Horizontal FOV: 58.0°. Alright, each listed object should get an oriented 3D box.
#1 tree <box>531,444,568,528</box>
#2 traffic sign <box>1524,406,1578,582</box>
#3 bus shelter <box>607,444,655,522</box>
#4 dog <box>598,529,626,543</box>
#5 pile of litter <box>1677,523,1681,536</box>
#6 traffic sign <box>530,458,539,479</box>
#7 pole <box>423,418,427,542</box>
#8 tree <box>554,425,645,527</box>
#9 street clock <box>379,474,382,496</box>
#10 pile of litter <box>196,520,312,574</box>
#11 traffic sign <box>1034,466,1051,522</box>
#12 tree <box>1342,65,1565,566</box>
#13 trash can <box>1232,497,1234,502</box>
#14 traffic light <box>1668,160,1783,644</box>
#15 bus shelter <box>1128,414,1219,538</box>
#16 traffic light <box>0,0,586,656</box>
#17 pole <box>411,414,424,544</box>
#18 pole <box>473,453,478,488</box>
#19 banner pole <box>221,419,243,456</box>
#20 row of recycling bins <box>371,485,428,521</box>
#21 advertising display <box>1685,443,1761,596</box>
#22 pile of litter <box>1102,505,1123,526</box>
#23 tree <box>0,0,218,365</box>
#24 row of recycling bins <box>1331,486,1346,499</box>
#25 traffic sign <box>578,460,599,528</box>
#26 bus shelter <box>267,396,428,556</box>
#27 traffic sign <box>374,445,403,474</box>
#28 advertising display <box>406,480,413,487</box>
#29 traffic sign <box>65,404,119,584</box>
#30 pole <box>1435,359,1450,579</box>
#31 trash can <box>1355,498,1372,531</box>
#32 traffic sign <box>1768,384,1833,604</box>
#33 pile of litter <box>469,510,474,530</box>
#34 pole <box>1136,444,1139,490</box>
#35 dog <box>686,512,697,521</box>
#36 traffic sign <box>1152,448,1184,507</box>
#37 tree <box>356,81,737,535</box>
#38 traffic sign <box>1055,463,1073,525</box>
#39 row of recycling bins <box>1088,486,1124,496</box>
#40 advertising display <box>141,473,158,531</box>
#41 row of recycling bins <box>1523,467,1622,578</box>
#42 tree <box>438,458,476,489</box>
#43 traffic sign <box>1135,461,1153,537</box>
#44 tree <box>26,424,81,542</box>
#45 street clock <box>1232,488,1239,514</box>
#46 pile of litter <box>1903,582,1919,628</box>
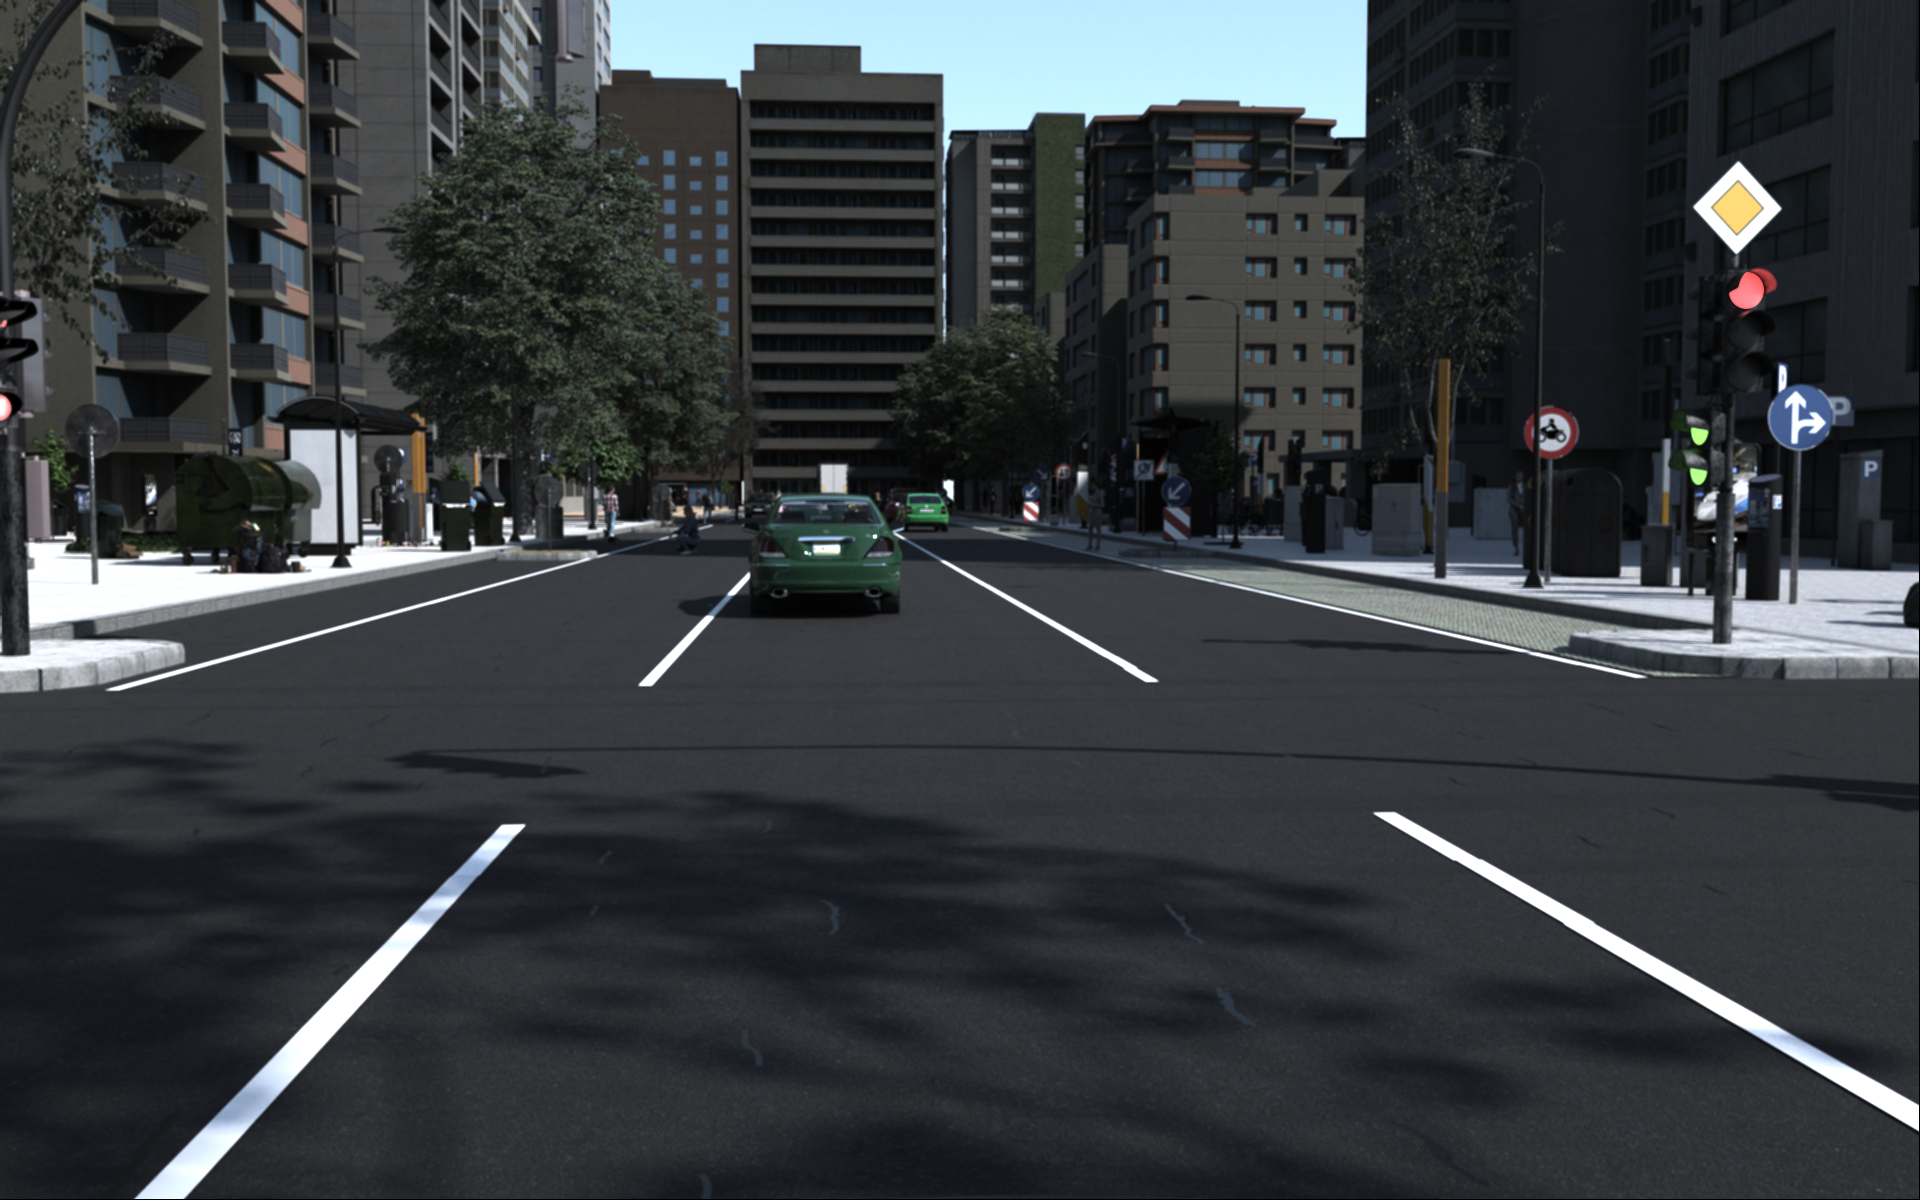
[{"bbox_3d":[-15.515,-4.326,65.331,1.663,3.219,1.824,0,3,0],"label":"tree"},{"bbox_3d":[8.547,-1.530,25.125,0.768,2.556,0.104,0,4,5],"label":"traffic sign"},{"bbox_3d":[-15.854,-5.645,83.584,1.731,3.624,6.357,0,4,-5],"label":"bus shelter"},{"bbox_3d":[-10.242,-1.884,50.995,0.748,0.427,0.550,0,4,-2],"label":"dog"},{"bbox_3d":[22.499,-2.427,53.652,1.176,0.858,1.719,-3,5,-43],"label":"pile of litter"},{"bbox_3d":[-15.236,-3.734,61.160,0.768,2.556,0.104,0,4,5],"label":"traffic sign"},{"bbox_3d":[-14.342,-3.201,46.175,0.158,3.312,0.155,0,3,0],"label":"pole"},{"bbox_3d":[-15.341,-5.558,74.588,4.285,4.588,4.351,0,3,0],"label":"tree"},{"bbox_3d":[-20.269,-3.451,60.995,0.358,2.002,0.471,-2,4,-27],"label":"street clock"},{"bbox_3d":[-11.544,-0.878,28.316,1.719,0.858,1.176,1,4,10],"label":"pile of litter"},{"bbox_3d":[3.707,-4.770,78.096,0.768,2.556,0.104,0,4,5],"label":"traffic sign"},{"bbox_3d":[8.576,-4.917,30.755,4.360,8.622,3.978,0,3,0],"label":"tree"},{"bbox_3d":[13.988,-4.788,89.930,0.748,1.137,0.748,0,3,0],"label":"trash can"},{"bbox_3d":[6.525,-1.580,14.757,0.839,4.253,0.868,0,4,-4],"label":"traffic light"},{"bbox_3d":[6.621,-3.845,54.141,1.731,3.624,6.357,0,4,-4],"label":"bus shelter"},{"bbox_3d":[-5.415,-2.397,13.854,4.771,5.953,1.251,0,4,-4],"label":"traffic light"},{"bbox_3d":[-13.813,-3.068,44.009,0.158,3.312,0.155,0,3,0],"label":"pole"},{"bbox_3d":[-24.023,-5.634,85.960,0.158,3.312,0.155,0,3,0],"label":"pole"},{"bbox_3d":[-24.424,-4.162,58.064,0.863,3.779,0.401,-3,5,-45],"label":"banner pole"},{"bbox_3d":[-25.087,-4.402,79.087,3.534,1.692,1.069,0,4,-4],"label":"row of recycling bins"},{"bbox_3d":[9.592,-1.013,21.782,0.974,1.923,0.123,-1,4,-13],"label":"advertising display"},{"bbox_3d":[6.098,-3.491,71.043,1.176,0.858,1.719,0,4,3],"label":"pile of litter"},{"bbox_3d":[-11.145,-4.261,20.038,4.360,8.622,3.978,0,3,0],"label":"tree"},{"bbox_3d":[18.748,-4.824,85.985,3.534,1.692,1.069,2,4,31],"label":"row of recycling bins"},{"bbox_3d":[-13.794,-3.930,64.359,0.768,2.556,0.104,0,4,-2],"label":"traffic sign"},{"bbox_3d":[-13.450,-2.725,38.485,2.014,3.302,5.546,0,4,-5],"label":"bus shelter"},{"bbox_3d":[-14.787,-2.734,44.802,0.768,2.556,0.104,0,4,4],"label":"traffic sign"},{"bbox_3d":[-26.077,-4.685,81.807,0.123,1.923,0.974,2,4,24],"label":"advertising display"},{"bbox_3d":[-12.285,-1.494,24.526,0.768,2.556,0.104,0,3,0],"label":"traffic sign"},{"bbox_3d":[7.319,-1.984,26.278,0.158,3.312,0.155,0,3,0],"label":"pole"},{"bbox_3d":[14.299,-3.018,61.003,0.748,1.137,0.748,0,3,0],"label":"trash can"},{"bbox_3d":[9.728,-1.226,20.147,0.768,2.556,0.104,0,4,-2],"label":"traffic sign"},{"bbox_3d":[-17.347,-2.987,62.800,1.176,0.858,1.719,1,4,18],"label":"pile of litter"},{"bbox_3d":[7.181,-4.696,70.630,0.158,3.312,0.155,0,3,0],"label":"pole"},{"bbox_3d":[-13.604,-4.164,87.371,0.540,0.507,0.406,-3,5,-44],"label":"dog"},{"bbox_3d":[5.753,-2.928,47.883,0.884,2.594,0.081,0,4,3],"label":"traffic sign"},{"bbox_3d":[-13.775,-9.003,53.853,9.857,13.997,8.962,0,3,0],"label":"tree"},{"bbox_3d":[4.316,-4.384,71.791,0.768,2.556,0.104,0,4,5],"label":"traffic sign"},{"bbox_3d":[7.314,-4.804,85.663,3.534,1.692,1.069,-3,5,-39],"label":"row of recycling bins"},{"bbox_3d":[-24.547,-2.889,52.452,0.123,1.923,0.974,0,4,-6],"label":"advertising display"},{"bbox_3d":[10.004,-1.295,28.280,1.069,1.692,3.534,0,4,6],"label":"row of recycling bins"},{"bbox_3d":[-24.078,-5.404,82.955,1.663,3.219,1.824,0,3,0],"label":"tree"},{"bbox_3d":[5.538,-3.065,52.235,0.606,2.300,0.079,0,4,-3],"label":"traffic sign"},{"bbox_3d":[-24.432,-3.190,46.763,1.663,3.219,1.824,0,3,0],"label":"tree"},{"bbox_3d":[12.670,-4.597,79.724,0.358,2.002,0.471,1,4,21],"label":"street clock"},{"bbox_3d":[9.784,-0.169,16.720,1.719,0.858,1.176,-2,4,-32],"label":"pile of litter"}]
